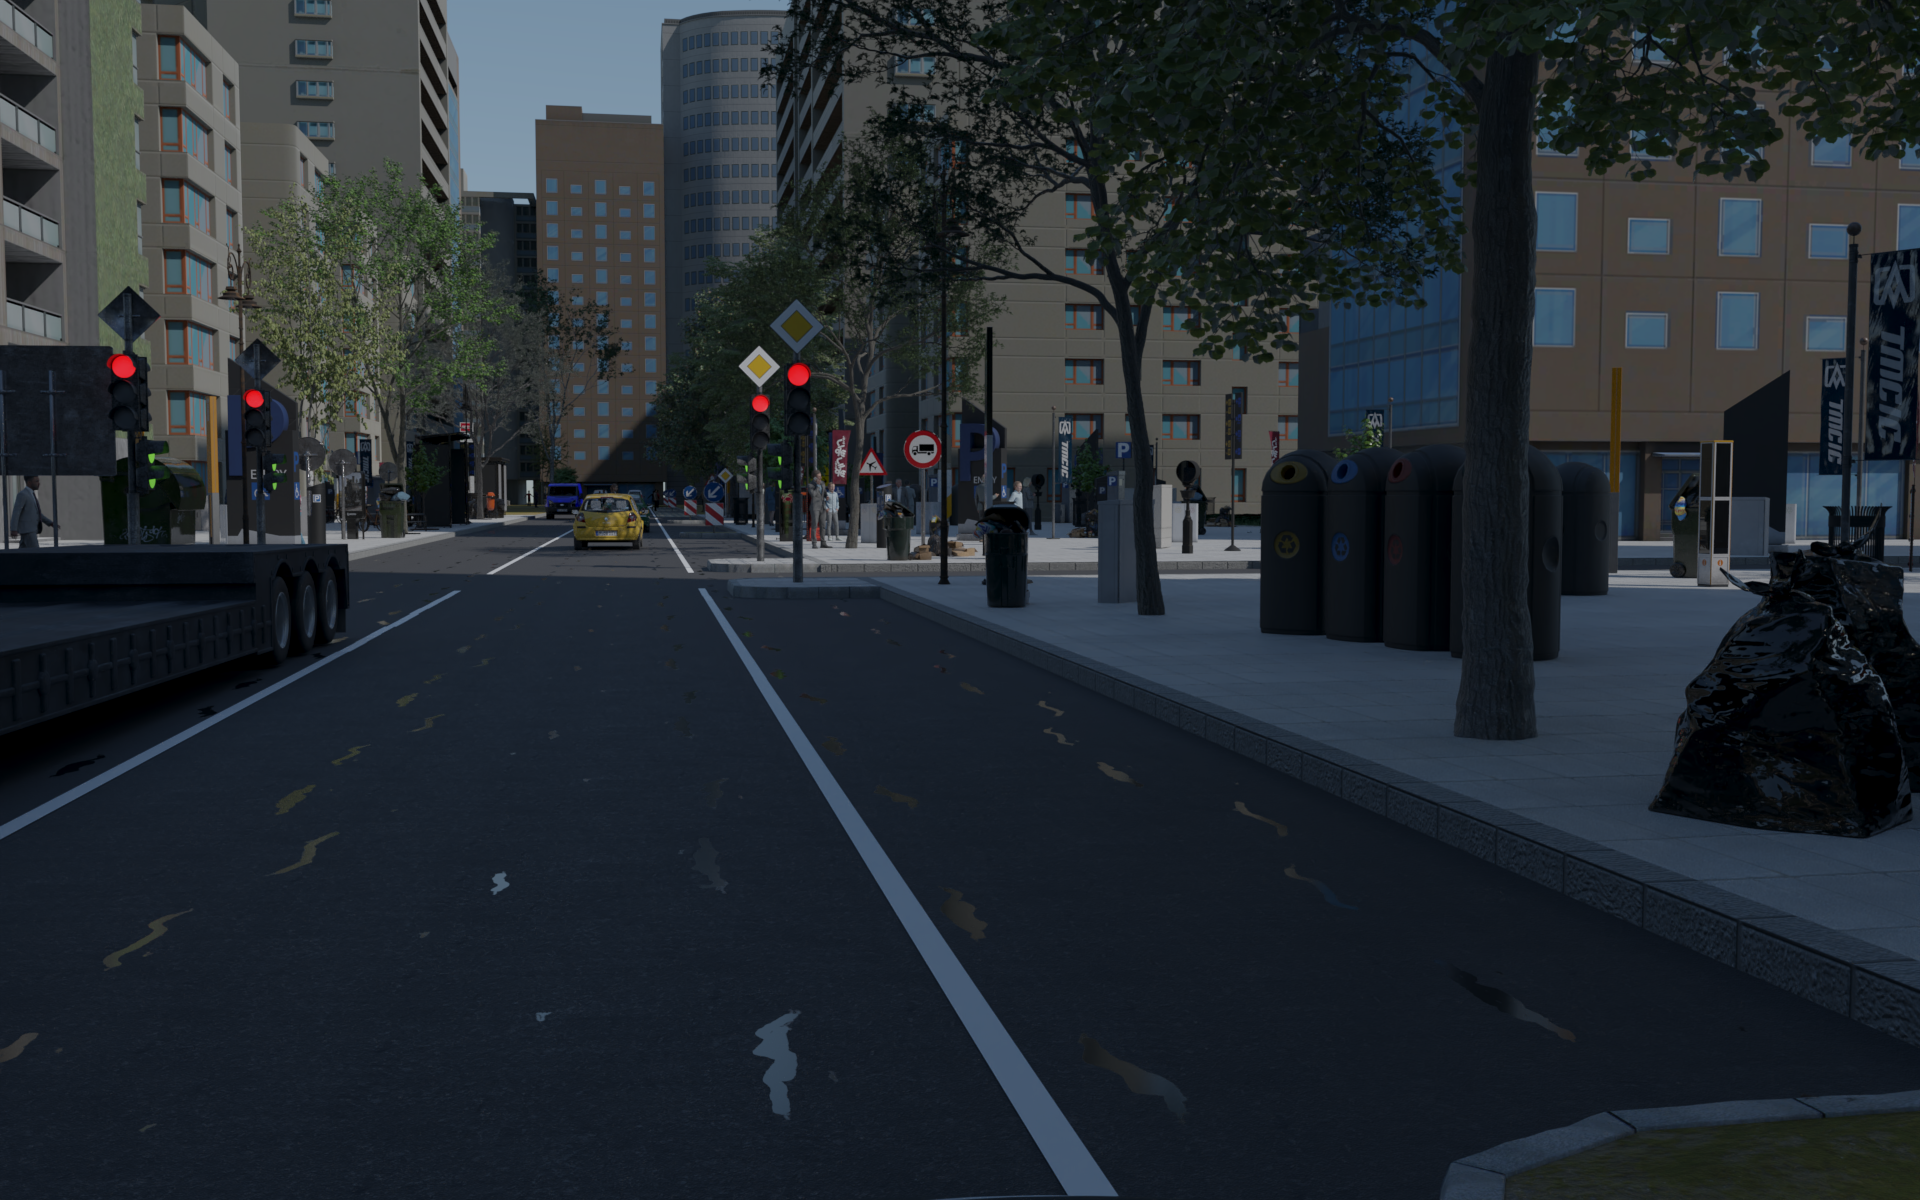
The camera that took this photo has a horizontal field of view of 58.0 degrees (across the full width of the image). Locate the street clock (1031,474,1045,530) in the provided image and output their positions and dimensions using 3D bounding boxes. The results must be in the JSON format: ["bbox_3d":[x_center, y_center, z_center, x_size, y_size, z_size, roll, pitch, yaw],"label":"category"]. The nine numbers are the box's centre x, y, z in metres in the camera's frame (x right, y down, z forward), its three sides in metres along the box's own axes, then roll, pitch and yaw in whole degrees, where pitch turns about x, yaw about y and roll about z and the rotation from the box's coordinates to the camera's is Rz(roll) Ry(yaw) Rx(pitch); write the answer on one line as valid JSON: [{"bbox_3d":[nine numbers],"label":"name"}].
[{"bbox_3d":[2.787,-3.506,61.890,0.471,2.002,0.358,-3,5,-41],"label":"street clock"}]

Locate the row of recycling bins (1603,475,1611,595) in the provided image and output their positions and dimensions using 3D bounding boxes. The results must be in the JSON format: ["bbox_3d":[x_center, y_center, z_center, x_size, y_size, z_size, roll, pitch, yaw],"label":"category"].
[{"bbox_3d":[6.515,-0.911,22.014,3.534,1.692,1.069,0,4,-5],"label":"row of recycling bins"}]

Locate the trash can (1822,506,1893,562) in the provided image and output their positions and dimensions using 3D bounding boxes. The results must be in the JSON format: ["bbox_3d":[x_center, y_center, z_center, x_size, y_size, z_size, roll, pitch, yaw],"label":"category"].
[{"bbox_3d":[10.754,-0.559,20.792,0.748,1.137,0.748,0,3,0],"label":"trash can"}]

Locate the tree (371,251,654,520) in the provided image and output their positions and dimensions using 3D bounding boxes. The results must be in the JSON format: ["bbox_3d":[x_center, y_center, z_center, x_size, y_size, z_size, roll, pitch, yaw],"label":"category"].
[{"bbox_3d":[-23.992,-10.777,86.574,12.009,13.543,11.850,0,3,0],"label":"tree"}]

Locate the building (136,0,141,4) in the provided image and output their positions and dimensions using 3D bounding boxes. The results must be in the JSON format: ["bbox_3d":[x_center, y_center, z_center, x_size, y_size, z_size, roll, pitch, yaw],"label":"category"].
[{"bbox_3d":[-103.381,-53.921,194.272,31.000,86.520,22.319,-1,4,-10],"label":"building"}]

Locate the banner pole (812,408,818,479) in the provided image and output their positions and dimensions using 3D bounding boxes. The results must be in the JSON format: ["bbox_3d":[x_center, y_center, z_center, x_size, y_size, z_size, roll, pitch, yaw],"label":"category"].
[{"bbox_3d":[-4.206,-3.698,50.472,0.401,3.779,0.863,0,4,3],"label":"banner pole"}]

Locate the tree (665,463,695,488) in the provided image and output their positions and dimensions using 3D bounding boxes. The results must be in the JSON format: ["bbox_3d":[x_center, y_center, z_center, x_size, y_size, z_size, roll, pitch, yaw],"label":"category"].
[{"bbox_3d":[-23.912,-12.340,152.129,4.737,8.622,4.395,0,3,0],"label":"tree"}]

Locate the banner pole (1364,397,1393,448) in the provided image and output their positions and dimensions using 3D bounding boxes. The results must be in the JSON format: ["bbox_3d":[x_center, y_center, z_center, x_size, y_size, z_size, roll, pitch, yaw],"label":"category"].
[{"bbox_3d":[10.918,-3.360,44.958,0.863,3.779,0.401,1,4,10],"label":"banner pole"}]

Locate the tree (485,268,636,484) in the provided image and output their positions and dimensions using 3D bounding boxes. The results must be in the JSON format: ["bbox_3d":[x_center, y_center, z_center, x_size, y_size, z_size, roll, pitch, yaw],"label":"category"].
[{"bbox_3d":[-33.400,-17.607,143.762,12.611,20.169,13.585,0,3,0],"label":"tree"}]

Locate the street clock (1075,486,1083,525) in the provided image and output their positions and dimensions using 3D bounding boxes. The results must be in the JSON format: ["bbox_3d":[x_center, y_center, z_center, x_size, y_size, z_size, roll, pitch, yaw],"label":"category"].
[{"bbox_3d":[4.682,-3.889,68.152,0.358,2.002,0.471,0,4,8],"label":"street clock"}]

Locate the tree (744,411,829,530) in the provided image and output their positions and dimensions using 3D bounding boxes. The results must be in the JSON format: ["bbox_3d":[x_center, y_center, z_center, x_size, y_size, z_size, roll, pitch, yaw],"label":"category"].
[{"bbox_3d":[-6.155,-4.830,62.682,4.285,4.588,4.351,0,3,0],"label":"tree"}]

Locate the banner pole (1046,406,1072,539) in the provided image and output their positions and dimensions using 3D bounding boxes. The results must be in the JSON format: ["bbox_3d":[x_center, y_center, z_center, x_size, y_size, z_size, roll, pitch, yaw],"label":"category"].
[{"bbox_3d":[2.857,-3.627,49.326,0.863,3.779,0.401,-2,4,-30],"label":"banner pole"}]

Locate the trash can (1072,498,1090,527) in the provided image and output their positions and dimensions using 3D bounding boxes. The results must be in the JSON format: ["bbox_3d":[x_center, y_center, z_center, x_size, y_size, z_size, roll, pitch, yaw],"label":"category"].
[{"bbox_3d":[4.677,-3.392,67.119,0.748,1.137,0.748,0,3,0],"label":"trash can"}]

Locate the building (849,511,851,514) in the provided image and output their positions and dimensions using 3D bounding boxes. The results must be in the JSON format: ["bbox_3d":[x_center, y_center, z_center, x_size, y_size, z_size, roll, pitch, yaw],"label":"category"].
[{"bbox_3d":[-1.789,-31.802,143.666,21.300,48.544,21.600,-1,4,-10],"label":"building"}]

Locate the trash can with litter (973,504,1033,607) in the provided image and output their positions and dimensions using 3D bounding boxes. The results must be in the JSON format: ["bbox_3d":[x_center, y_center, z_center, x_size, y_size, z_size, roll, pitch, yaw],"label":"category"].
[{"bbox_3d":[0.514,-0.521,19.907,0.624,1.170,1.055,0,4,8],"label":"trash can with litter"}]

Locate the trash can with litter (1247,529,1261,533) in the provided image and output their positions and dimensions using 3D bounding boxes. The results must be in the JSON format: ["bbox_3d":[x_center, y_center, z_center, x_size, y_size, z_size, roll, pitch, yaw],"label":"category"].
[{"bbox_3d":[10.481,-2.783,56.558,2.233,1.210,1.678,3,5,40],"label":"trash can with litter"}]

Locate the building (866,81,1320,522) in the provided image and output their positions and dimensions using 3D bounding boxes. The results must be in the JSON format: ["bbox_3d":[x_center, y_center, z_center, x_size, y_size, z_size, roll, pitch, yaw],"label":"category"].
[{"bbox_3d":[10.455,-15.277,94.824,27.650,21.520,28.899,-1,4,-10],"label":"building"}]

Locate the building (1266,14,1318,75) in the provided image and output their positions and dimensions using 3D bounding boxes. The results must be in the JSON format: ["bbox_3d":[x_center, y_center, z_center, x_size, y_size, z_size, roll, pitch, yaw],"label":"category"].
[{"bbox_3d":[36.844,-44.950,173.188,20.611,71.187,20.563,-1,4,-10],"label":"building"}]

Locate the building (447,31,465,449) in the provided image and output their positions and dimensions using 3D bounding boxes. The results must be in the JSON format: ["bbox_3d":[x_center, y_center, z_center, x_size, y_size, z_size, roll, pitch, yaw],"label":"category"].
[{"bbox_3d":[-54.110,-31.206,160.322,14.200,45.320,14.600,-1,4,-10],"label":"building"}]

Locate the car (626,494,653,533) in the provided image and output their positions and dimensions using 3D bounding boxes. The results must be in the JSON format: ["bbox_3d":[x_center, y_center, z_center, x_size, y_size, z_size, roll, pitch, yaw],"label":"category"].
[{"bbox_3d":[-12.733,-3.302,65.778,2.131,1.459,4.920,-1,4,-12],"label":"car"}]

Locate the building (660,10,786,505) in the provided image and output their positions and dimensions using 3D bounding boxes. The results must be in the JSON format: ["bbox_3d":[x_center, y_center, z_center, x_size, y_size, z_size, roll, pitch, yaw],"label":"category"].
[{"bbox_3d":[-21.737,-40.889,210.541,28.212,58.520,21.231,-1,4,-10],"label":"building"}]

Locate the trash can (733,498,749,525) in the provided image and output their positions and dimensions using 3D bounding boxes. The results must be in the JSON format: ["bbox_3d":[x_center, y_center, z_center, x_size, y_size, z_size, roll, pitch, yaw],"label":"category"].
[{"bbox_3d":[-9.100,-3.686,71.912,0.748,1.137,0.748,0,3,0],"label":"trash can"}]

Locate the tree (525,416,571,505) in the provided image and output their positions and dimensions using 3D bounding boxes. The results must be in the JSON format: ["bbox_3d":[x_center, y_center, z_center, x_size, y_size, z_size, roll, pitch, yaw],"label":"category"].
[{"bbox_3d":[-37.204,-12.558,155.693,4.737,8.622,4.395,0,3,0],"label":"tree"}]

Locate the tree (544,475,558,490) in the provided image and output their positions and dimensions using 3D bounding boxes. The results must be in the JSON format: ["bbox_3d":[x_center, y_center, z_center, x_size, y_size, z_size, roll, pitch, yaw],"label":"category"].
[{"bbox_3d":[-40.133,-10.841,171.844,1.663,3.219,1.824,0,3,0],"label":"tree"}]

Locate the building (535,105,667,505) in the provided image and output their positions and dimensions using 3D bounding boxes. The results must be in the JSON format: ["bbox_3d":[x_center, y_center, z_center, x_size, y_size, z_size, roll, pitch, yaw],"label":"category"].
[{"bbox_3d":[-41.962,-33.858,203.691,14.200,45.320,14.600,-1,4,-10],"label":"building"}]

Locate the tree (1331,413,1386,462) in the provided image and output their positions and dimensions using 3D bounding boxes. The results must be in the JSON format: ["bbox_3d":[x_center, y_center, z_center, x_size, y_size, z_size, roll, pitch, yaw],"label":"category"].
[{"bbox_3d":[9.471,-2.785,40.134,1.663,3.219,1.824,0,3,0],"label":"tree"}]

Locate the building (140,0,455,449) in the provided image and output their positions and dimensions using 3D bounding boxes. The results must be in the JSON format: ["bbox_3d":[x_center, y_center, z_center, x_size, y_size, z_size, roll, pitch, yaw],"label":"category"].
[{"bbox_3d":[-53.281,-31.570,139.871,21.300,48.544,21.600,-1,4,-10],"label":"building"}]

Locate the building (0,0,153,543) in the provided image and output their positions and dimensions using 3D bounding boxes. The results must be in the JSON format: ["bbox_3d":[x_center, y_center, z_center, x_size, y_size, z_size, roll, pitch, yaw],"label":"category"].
[{"bbox_3d":[-30.410,-22.048,44.073,14.154,41.232,14.086,-1,4,-10],"label":"building"}]

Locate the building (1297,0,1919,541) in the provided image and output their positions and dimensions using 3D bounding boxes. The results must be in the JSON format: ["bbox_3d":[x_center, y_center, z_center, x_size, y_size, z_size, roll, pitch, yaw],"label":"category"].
[{"bbox_3d":[19.759,-24.615,52.571,14.200,45.320,14.600,-1,4,-10],"label":"building"}]

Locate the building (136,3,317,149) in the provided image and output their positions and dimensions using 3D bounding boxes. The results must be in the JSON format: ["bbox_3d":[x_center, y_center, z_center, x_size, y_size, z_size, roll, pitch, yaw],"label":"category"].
[{"bbox_3d":[-43.639,-13.963,73.327,27.650,21.520,28.899,-1,4,-10],"label":"building"}]

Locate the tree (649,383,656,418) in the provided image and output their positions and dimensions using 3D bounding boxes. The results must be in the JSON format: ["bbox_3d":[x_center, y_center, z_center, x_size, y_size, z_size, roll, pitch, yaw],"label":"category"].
[{"bbox_3d":[-17.735,-12.386,120.633,7.486,12.596,7.792,0,3,0],"label":"tree"}]

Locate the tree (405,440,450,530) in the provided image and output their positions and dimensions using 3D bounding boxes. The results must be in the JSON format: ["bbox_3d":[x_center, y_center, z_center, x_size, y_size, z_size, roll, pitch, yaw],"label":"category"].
[{"bbox_3d":[-19.247,-4.104,61.702,1.663,3.219,1.824,0,3,0],"label":"tree"}]

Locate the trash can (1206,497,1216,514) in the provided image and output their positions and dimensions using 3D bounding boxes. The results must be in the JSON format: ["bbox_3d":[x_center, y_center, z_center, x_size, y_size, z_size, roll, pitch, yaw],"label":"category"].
[{"bbox_3d":[11.440,-4.170,79.834,0.748,1.137,0.748,0,3,0],"label":"trash can"}]

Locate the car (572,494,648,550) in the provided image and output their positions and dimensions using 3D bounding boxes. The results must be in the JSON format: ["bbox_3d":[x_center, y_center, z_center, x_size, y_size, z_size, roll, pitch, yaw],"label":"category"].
[{"bbox_3d":[-9.278,-2.178,45.837,2.015,1.641,3.980,-1,4,-9],"label":"car"}]

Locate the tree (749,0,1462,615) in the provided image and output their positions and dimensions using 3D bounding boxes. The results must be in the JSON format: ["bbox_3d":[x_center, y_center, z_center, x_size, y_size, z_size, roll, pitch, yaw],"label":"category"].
[{"bbox_3d":[1.843,-5.136,18.390,8.767,10.594,7.601,-3,4,-37],"label":"tree"}]

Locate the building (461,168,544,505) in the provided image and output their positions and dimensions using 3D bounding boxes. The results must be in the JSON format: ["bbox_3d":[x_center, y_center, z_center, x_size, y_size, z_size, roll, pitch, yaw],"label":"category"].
[{"bbox_3d":[-62.287,-31.614,208.770,23.993,40.220,32.217,-1,4,-10],"label":"building"}]

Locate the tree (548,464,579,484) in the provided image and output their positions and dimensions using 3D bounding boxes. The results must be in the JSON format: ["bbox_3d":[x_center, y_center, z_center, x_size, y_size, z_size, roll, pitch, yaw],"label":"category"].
[{"bbox_3d":[-41.067,-11.985,179.662,4.285,4.588,4.351,0,3,0],"label":"tree"}]

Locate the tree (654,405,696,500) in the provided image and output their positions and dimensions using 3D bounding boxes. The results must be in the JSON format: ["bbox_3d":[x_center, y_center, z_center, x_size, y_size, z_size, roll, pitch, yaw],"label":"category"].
[{"bbox_3d":[-26.304,-15.904,170.397,12.009,13.543,11.850,0,3,0],"label":"tree"}]

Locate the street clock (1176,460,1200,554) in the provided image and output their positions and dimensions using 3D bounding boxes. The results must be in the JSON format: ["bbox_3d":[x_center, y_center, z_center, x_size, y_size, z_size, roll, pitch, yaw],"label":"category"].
[{"bbox_3d":[4.894,-1.996,37.205,0.471,2.002,0.358,2,4,32],"label":"street clock"}]

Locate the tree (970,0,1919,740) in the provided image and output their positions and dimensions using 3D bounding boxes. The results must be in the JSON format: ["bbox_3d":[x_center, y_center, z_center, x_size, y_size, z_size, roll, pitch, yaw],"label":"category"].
[{"bbox_3d":[3.077,-5.527,8.487,7.486,12.596,7.792,0,3,0],"label":"tree"}]

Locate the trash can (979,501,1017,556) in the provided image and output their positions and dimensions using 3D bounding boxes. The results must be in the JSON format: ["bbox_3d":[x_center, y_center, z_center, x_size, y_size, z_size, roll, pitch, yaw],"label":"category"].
[{"bbox_3d":[0.746,-1.382,34.254,0.748,1.137,0.748,0,3,0],"label":"trash can"}]

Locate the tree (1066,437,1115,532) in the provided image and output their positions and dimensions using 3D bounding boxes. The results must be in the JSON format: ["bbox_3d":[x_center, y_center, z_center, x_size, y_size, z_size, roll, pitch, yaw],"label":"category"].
[{"bbox_3d":[4.240,-3.952,59.212,1.663,3.219,1.824,0,3,0],"label":"tree"}]

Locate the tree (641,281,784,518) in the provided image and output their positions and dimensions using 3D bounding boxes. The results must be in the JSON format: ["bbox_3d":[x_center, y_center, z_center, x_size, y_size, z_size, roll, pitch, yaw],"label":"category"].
[{"bbox_3d":[-12.348,-10.784,93.321,9.611,12.733,9.660,0,3,0],"label":"tree"}]

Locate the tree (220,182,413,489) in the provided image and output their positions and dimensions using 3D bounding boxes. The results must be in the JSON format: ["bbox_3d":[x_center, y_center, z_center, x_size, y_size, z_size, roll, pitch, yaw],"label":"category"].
[{"bbox_3d":[-15.606,-5.610,42.084,4.737,8.622,4.395,0,3,0],"label":"tree"}]

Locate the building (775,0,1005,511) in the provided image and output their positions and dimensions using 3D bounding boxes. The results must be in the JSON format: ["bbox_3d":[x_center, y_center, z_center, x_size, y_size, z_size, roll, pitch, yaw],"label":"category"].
[{"bbox_3d":[-5.963,-33.107,164.998,21.300,48.544,21.600,-1,4,-10],"label":"building"}]

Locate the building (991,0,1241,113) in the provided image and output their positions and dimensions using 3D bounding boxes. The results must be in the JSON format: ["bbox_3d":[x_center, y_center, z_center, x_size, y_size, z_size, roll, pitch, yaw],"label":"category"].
[{"bbox_3d":[15.991,-33.377,169.412,21.600,48.544,21.300,-1,4,-10],"label":"building"}]

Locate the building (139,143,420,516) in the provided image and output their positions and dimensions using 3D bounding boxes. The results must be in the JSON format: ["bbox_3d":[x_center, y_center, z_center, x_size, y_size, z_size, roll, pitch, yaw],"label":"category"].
[{"bbox_3d":[-52.196,-16.528,115.269,27.650,21.520,28.899,-1,4,-10],"label":"building"}]

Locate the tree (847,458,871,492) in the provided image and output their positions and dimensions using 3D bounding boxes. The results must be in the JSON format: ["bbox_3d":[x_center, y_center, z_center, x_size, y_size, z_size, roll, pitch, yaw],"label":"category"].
[{"bbox_3d":[-5.218,-6.065,93.759,1.663,3.219,1.824,0,3,0],"label":"tree"}]

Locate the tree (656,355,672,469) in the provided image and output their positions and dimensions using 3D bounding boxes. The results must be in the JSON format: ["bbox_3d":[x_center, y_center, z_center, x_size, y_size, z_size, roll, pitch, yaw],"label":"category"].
[{"bbox_3d":[-7.880,-9.469,72.952,7.486,12.596,7.792,0,3,0],"label":"tree"}]

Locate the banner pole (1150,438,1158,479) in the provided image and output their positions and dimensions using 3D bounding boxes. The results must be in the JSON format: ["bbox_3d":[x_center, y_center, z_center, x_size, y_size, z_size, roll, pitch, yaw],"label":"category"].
[{"bbox_3d":[8.553,-5.324,77.058,0.863,3.779,0.401,3,5,39],"label":"banner pole"}]

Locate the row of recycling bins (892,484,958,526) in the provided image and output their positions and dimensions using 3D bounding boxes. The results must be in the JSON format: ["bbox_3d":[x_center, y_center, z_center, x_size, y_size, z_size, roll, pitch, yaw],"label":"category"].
[{"bbox_3d":[-1.362,-3.897,70.821,3.534,1.692,1.069,1,4,10],"label":"row of recycling bins"}]

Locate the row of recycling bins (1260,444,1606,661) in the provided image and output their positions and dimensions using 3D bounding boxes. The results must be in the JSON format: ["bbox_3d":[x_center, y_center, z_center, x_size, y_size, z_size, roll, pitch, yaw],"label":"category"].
[{"bbox_3d":[3.782,-0.474,14.862,1.069,1.692,3.534,-2,4,-24],"label":"row of recycling bins"}]

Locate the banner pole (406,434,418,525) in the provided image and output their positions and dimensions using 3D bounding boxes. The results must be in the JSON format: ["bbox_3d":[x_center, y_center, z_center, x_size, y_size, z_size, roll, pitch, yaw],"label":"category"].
[{"bbox_3d":[-22.762,-5.020,72.086,0.401,3.779,0.863,1,4,21],"label":"banner pole"}]

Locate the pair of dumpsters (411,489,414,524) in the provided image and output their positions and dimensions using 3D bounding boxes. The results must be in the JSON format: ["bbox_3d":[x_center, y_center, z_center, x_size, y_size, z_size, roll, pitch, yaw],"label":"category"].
[{"bbox_3d":[-23.320,-4.472,75.614,1.574,2.255,4.437,-1,4,-10],"label":"pair of dumpsters"}]

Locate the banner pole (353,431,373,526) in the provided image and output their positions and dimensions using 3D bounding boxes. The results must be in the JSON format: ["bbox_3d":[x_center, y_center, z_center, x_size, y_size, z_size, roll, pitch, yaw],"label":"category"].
[{"bbox_3d":[-23.892,-4.843,69.202,0.863,3.779,0.401,-2,4,-24],"label":"banner pole"}]

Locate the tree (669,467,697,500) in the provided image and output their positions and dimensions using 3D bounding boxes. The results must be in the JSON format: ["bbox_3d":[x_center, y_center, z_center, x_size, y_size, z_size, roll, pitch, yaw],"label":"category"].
[{"bbox_3d":[-28.137,-15.704,182.507,9.928,11.665,9.643,0,3,0],"label":"tree"}]

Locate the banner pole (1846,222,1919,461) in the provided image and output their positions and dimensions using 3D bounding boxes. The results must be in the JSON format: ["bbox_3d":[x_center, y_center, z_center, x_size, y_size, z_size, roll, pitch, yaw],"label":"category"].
[{"bbox_3d":[8.356,-1.580,15.852,0.401,3.779,0.863,-2,4,-34],"label":"banner pole"}]

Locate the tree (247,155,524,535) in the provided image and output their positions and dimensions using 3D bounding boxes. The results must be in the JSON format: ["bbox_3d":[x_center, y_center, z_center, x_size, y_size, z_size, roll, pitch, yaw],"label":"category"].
[{"bbox_3d":[-17.903,-7.887,54.702,9.928,11.665,9.643,0,3,0],"label":"tree"}]
